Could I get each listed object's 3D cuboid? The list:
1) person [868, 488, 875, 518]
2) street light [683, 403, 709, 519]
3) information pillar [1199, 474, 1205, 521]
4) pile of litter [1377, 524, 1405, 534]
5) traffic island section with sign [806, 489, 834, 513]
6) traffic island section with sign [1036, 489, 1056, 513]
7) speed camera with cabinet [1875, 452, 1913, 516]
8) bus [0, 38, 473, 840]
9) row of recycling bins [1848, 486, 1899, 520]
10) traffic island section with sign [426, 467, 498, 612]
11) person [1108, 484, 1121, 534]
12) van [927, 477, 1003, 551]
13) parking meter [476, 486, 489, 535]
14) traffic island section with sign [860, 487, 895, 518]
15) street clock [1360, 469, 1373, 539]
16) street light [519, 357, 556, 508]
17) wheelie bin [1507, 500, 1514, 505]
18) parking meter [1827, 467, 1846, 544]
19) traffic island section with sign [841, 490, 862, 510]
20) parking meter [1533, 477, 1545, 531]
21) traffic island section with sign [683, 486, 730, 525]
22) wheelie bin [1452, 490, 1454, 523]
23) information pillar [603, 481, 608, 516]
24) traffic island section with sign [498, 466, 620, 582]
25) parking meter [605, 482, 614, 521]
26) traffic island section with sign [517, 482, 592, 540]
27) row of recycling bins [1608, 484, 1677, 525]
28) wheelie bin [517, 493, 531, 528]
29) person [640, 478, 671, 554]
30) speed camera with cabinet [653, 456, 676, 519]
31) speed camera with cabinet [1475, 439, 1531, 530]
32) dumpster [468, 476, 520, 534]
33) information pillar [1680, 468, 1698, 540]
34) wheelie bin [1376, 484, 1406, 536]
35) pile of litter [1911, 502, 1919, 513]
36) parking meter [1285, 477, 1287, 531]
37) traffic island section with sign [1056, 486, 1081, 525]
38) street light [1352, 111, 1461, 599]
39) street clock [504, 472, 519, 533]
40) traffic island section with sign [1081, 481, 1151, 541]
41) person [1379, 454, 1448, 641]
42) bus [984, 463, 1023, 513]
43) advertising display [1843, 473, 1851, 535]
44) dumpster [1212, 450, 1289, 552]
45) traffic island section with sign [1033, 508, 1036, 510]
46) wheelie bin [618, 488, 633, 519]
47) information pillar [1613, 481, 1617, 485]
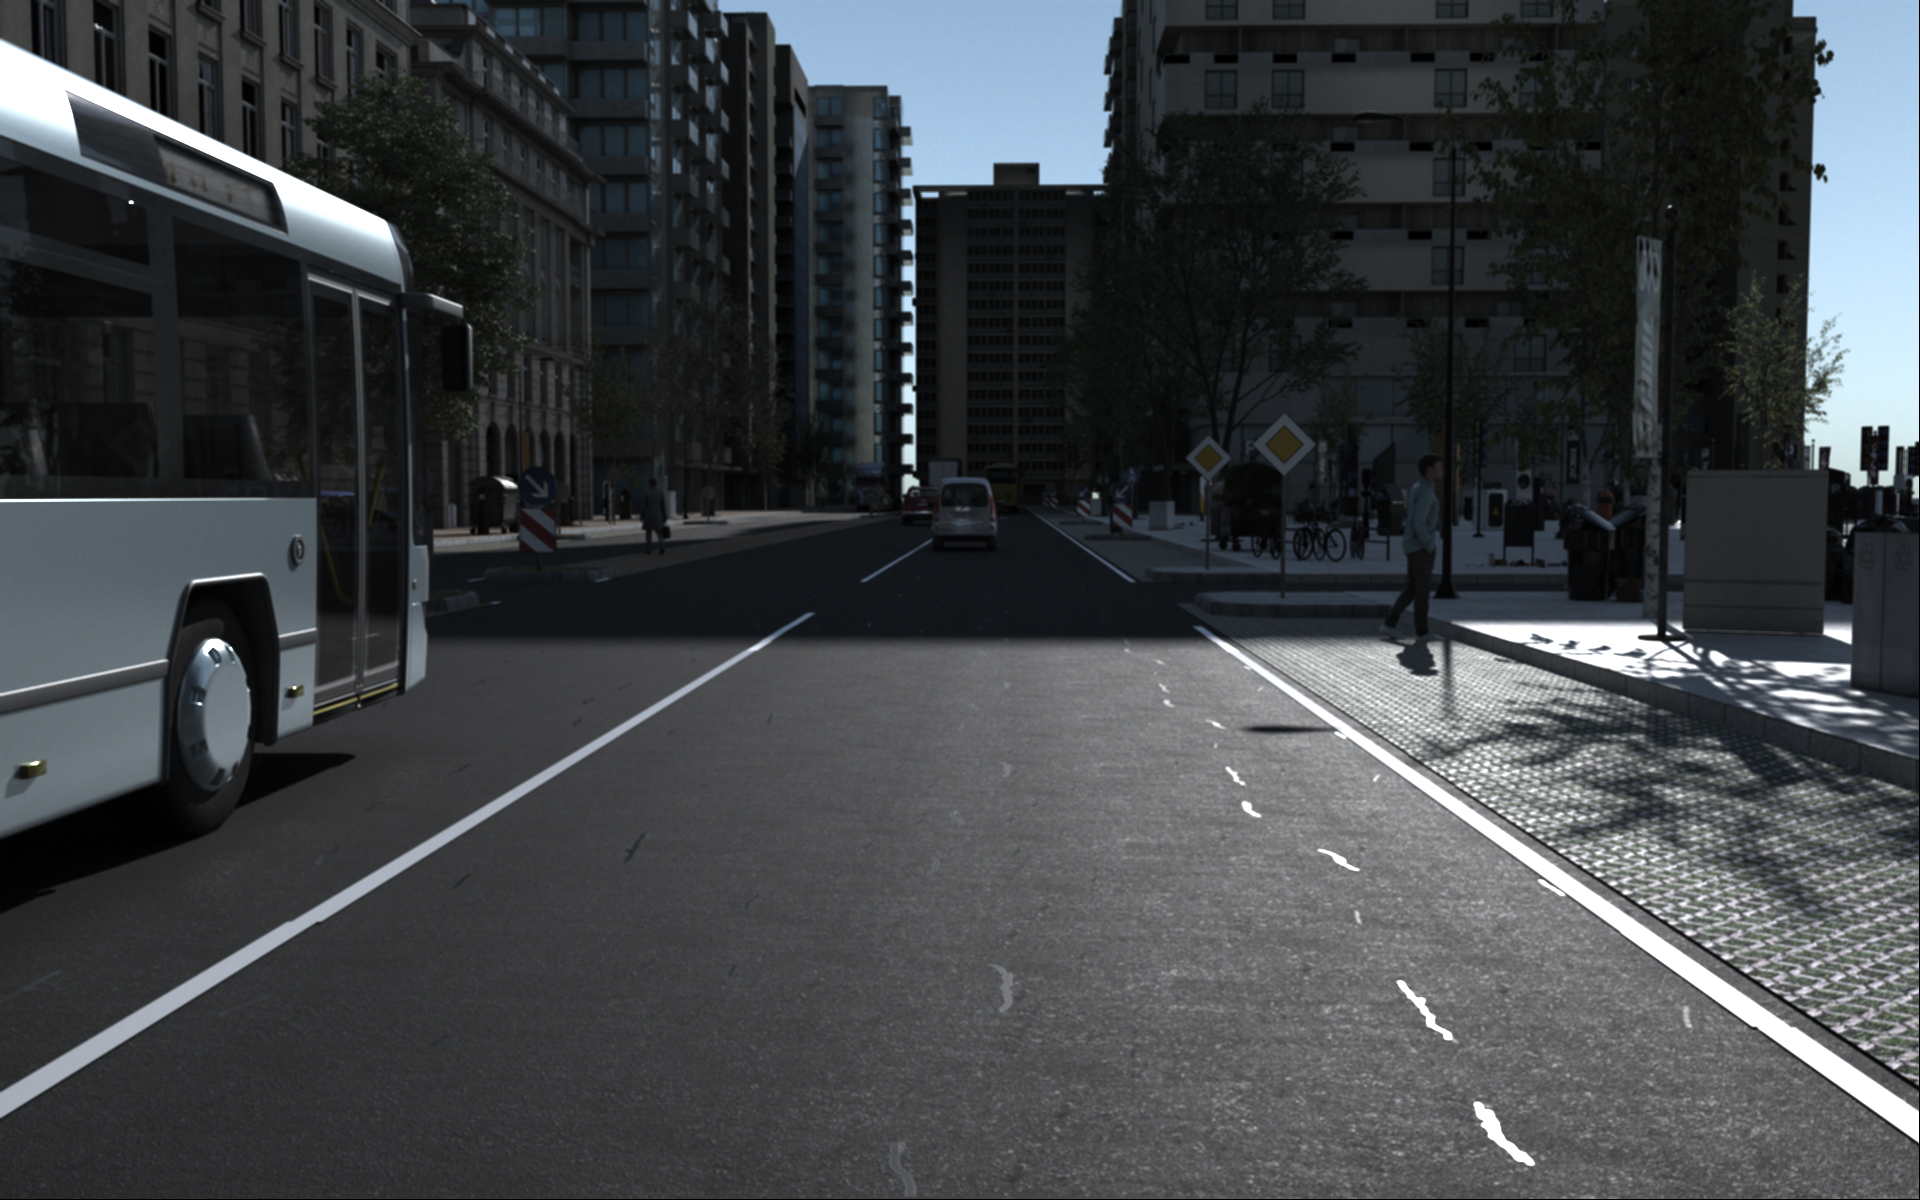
[{"bbox_3d":[-5.150,-5.713,102.175,0.573,1.790,0.520,-3,4,-38],"label":"person"},{"bbox_3d":[-13.493,-7.088,88.426,1.470,5.913,1.316,0,4,2],"label":"street light"},{"bbox_3d":[11.405,-5.522,81.643,0.183,3.616,0.504,2,4,26],"label":"information pillar"},{"bbox_3d":[14.023,-2.544,55.552,1.719,0.858,1.176,-3,4,-39],"label":"pile of litter"},{"bbox_3d":[-10.584,-7.526,131.685,1.989,1.847,2.006,0,4,2],"label":"traffic island section with sign"},{"bbox_3d":[6.978,-7.488,131.059,1.989,1.847,2.006,0,4,2],"label":"traffic island section with sign"},{"bbox_3d":[43.186,-5.241,80.033,2.038,3.252,0.660,-2,4,-31],"label":"speed camera with cabinet"},{"bbox_3d":[-4.357,-0.585,4.417,2.948,3.499,13.247,0,3,0],"label":"bus"},{"bbox_3d":[48.098,-5.225,92.544,3.534,1.692,1.069,1,4,17],"label":"row of recycling bins"},{"bbox_3d":[-7.184,-0.842,21.900,2.006,1.907,1.989,0,4,2],"label":"traffic island section with sign"},{"bbox_3d":[5.199,-3.006,58.063,0.534,1.772,0.576,0,4,-8],"label":"person"},{"bbox_3d":[0.129,-2.328,45.080,2.013,2.044,4.112,0,4,0],"label":"van"},{"bbox_3d":[-15.038,-2.824,54.577,0.372,1.533,0.369,0,3,0],"label":"parking meter"},{"bbox_3d":[-4.948,-5.889,104.416,2.006,1.907,1.989,0,4,2],"label":"traffic island section with sign"},{"bbox_3d":[11.555,-2.734,49.266,0.358,2.002,0.471,1,4,18],"label":"street clock"},{"bbox_3d":[-14.385,-5.279,58.845,1.470,5.913,1.316,0,4,2],"label":"street light"},{"bbox_3d":[27.474,-4.832,86.911,0.693,1.594,0.980,2,4,24],"label":"wheelie bin"},{"bbox_3d":[19.035,-1.953,37.650,0.399,1.863,0.255,2,4,28],"label":"parking meter"},{"bbox_3d":[-9.840,-9.210,159.204,1.989,1.847,2.006,0,4,2],"label":"traffic island section with sign"},{"bbox_3d":[20.140,-3.335,60.234,0.399,1.863,0.255,-2,4,-35],"label":"parking meter"},{"bbox_3d":[-11.928,-4.480,81.883,1.989,1.847,2.006,0,4,2],"label":"traffic island section with sign"},{"bbox_3d":[21.645,-4.197,76.529,0.693,1.594,0.980,1,4,13],"label":"wheelie bin"},{"bbox_3d":[-20.197,-5.784,99.054,0.304,2.012,0.304,-3,5,-43],"label":"information pillar"},{"bbox_3d":[-6.974,-1.295,29.304,2.006,1.907,1.989,0,4,2],"label":"traffic island section with sign"},{"bbox_3d":[-16.465,-4.628,81.380,0.255,1.863,0.399,3,4,38],"label":"parking meter"},{"bbox_3d":[-12.680,-2.800,54.415,1.989,1.847,2.006,0,4,2],"label":"traffic island section with sign"},{"bbox_3d":[29.123,-4.100,74.145,1.069,1.692,3.534,-2,4,-24],"label":"row of recycling bins"},{"bbox_3d":[-16.654,-3.549,65.942,0.693,1.594,0.980,0,4,-7],"label":"wheelie bin"},{"bbox_3d":[-7.262,-1.988,41.110,0.694,1.812,0.767,-2,4,-27],"label":"person"},{"bbox_3d":[-15.399,-5.865,90.233,0.660,3.252,2.038,1,4,9],"label":"speed camera with cabinet"},{"bbox_3d":[19.310,-4.110,61.535,2.038,3.252,0.660,-2,4,-24],"label":"speed camera with cabinet"},{"bbox_3d":[-15.030,-3.066,55.889,1.264,1.857,1.865,0,4,2],"label":"dumpster"},{"bbox_3d":[20.370,-2.686,48.402,0.304,2.012,0.304,-2,4,-30],"label":"information pillar"},{"bbox_3d":[13.223,-2.779,53.351,0.980,1.594,0.693,-2,4,-30],"label":"wheelie bin"},{"bbox_3d":[52.143,-4.908,94.217,1.176,0.858,1.719,1,4,11],"label":"pile of litter"},{"bbox_3d":[11.007,-3.287,59.453,0.399,1.863,0.255,1,4,12],"label":"parking meter"},{"bbox_3d":[5.634,-4.430,81.050,1.989,1.847,2.006,0,4,2],"label":"traffic island section with sign"},{"bbox_3d":[5.457,-2.976,21.193,1.470,5.913,1.316,0,4,2],"label":"street light"},{"bbox_3d":[-14.896,-3.244,57.608,0.471,2.002,0.358,-2,4,-32],"label":"street clock"},{"bbox_3d":[4.887,-2.771,53.931,1.989,1.847,2.006,0,4,2],"label":"traffic island section with sign"},{"bbox_3d":[4.426,-0.511,16.873,0.620,1.820,0.660,0,4,2],"label":"person"},{"bbox_3d":[3.349,-8.750,134.611,2.896,3.916,12.252,0,4,3],"label":"bus"},{"bbox_3d":[26.612,-2.915,52.869,0.974,1.923,0.123,2,4,26],"label":"advertising display"},{"bbox_3d":[6.565,-2.242,39.156,1.502,2.255,1.985,0,4,1],"label":"dumpster"},{"bbox_3d":[7.703,-9.136,158.004,1.989,1.847,2.006,0,4,2],"label":"traffic island section with sign"},{"bbox_3d":[-17.145,-4.952,88.881,0.693,1.594,0.980,0,4,-2],"label":"wheelie bin"},{"bbox_3d":[36.109,-5.582,95.749,0.304,2.012,0.304,3,4,38],"label":"information pillar"}]
